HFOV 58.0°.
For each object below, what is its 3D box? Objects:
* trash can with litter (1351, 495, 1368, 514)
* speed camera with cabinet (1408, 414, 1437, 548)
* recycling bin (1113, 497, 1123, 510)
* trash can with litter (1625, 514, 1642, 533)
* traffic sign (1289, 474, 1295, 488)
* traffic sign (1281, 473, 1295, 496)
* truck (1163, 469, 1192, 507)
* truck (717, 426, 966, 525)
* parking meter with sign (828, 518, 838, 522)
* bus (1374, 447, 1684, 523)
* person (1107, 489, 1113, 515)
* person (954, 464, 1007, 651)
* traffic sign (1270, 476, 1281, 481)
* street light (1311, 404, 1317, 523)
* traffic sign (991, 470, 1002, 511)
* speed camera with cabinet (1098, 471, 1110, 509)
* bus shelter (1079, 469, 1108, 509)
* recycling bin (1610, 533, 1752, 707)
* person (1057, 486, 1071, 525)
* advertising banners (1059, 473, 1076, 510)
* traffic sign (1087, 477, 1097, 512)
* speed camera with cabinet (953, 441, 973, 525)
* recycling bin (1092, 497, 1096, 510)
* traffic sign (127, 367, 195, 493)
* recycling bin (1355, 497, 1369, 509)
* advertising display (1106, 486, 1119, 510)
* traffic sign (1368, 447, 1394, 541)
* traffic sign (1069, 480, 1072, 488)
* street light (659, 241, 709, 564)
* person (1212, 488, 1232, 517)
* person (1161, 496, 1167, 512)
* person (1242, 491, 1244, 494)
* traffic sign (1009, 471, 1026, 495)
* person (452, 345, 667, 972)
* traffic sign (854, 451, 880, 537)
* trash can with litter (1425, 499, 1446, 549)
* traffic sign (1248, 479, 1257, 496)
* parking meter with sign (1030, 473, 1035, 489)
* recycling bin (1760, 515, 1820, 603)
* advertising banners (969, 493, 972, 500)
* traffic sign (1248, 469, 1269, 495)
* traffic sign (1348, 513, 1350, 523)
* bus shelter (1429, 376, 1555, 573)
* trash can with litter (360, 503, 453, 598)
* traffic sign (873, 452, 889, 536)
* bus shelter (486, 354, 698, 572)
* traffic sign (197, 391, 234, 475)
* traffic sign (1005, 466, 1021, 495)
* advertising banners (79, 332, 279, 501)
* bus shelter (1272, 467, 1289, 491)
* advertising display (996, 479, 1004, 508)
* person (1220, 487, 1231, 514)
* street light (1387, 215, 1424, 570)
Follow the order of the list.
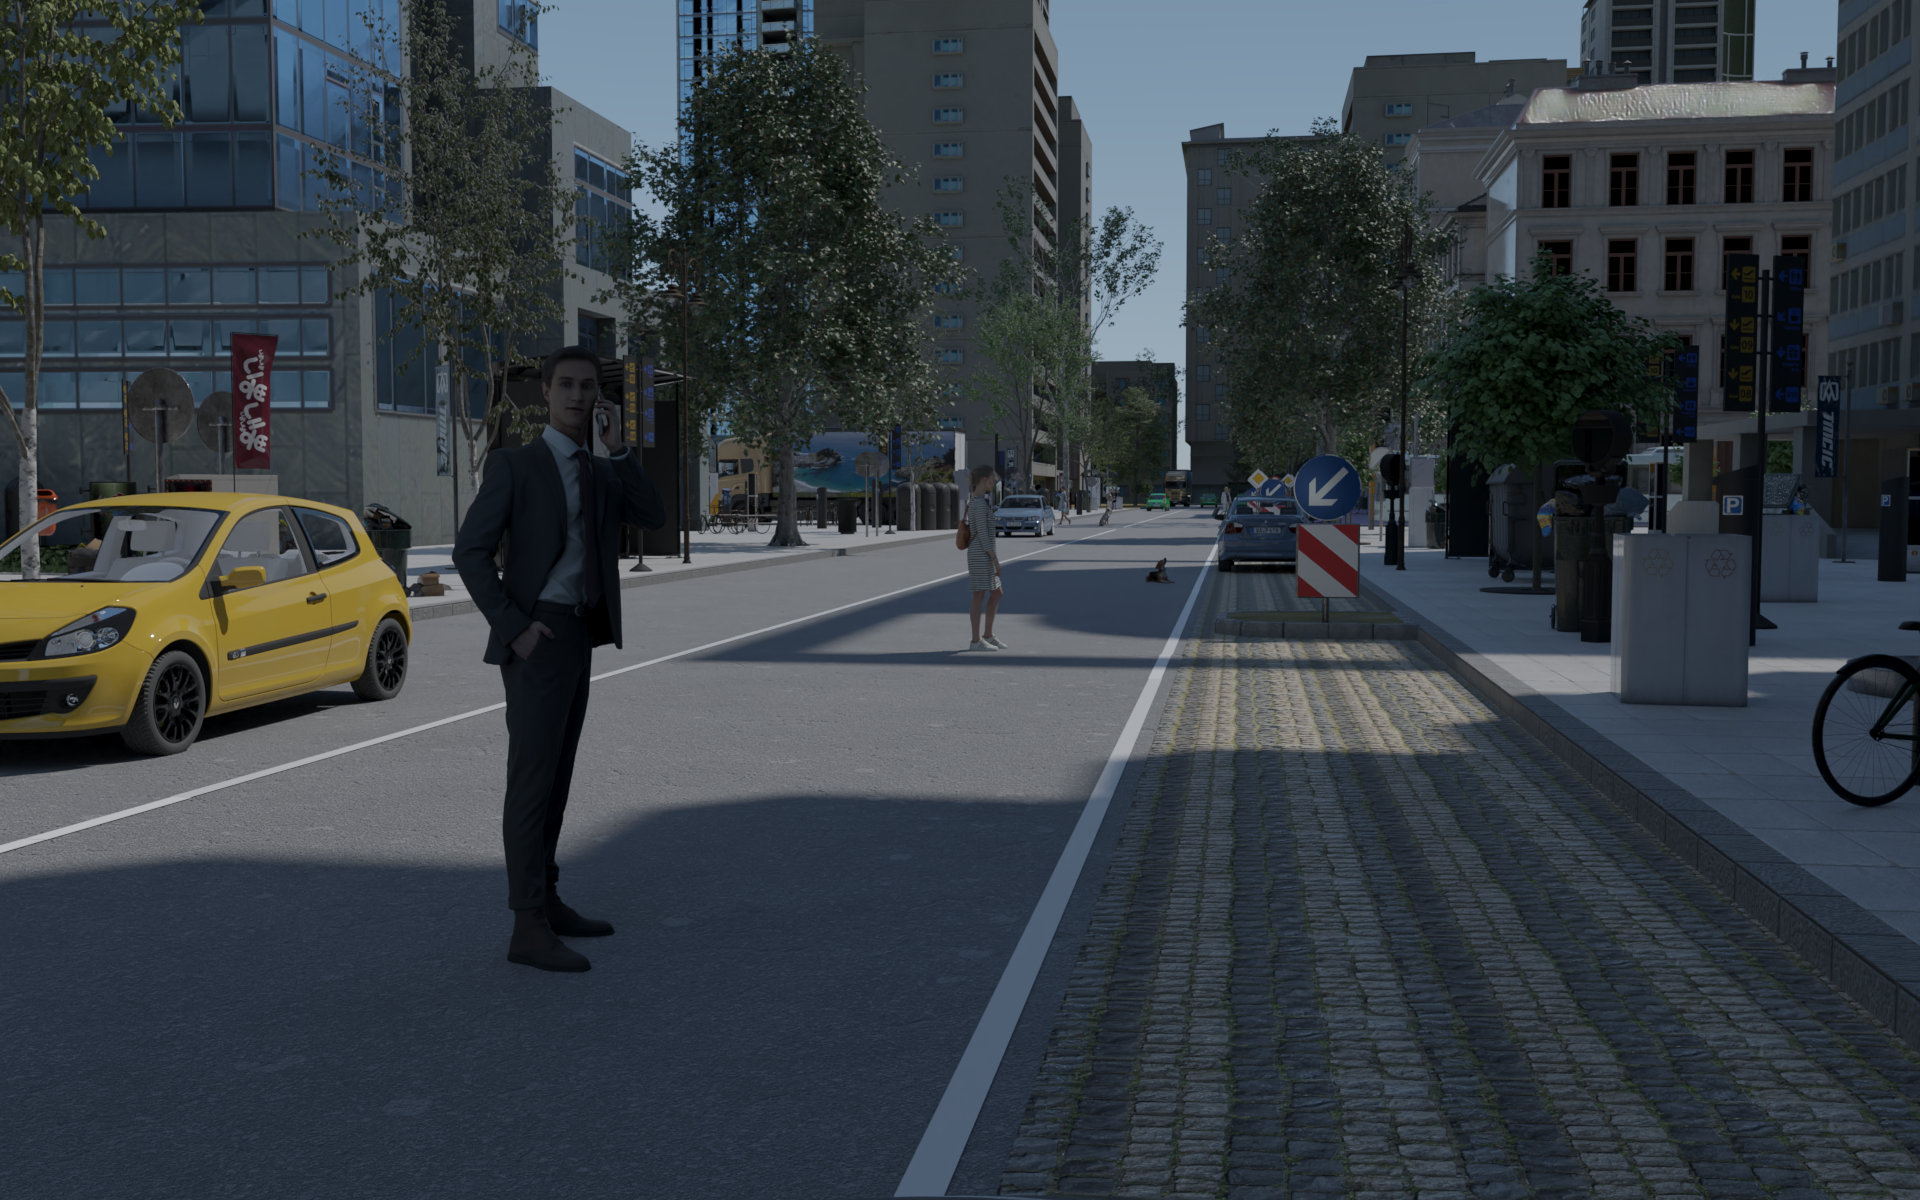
[{"bbox_3d":[25.213,-6.050,109.974,2.233,1.210,1.678,1,4,23],"label":"trash can with litter"},{"bbox_3d":[11.282,-2.930,42.234,0.660,3.252,2.038,1,4,16],"label":"speed camera with cabinet"},{"bbox_3d":[12.990,-7.999,143.339,0.722,1.027,0.722,-1,4,-18],"label":"recycling bin"},{"bbox_3d":[12.169,-1.284,32.374,1.055,1.170,0.624,-2,4,-32],"label":"trash can with litter"},{"bbox_3d":[19.106,-6.044,99.999,0.795,2.450,0.064,1,4,16],"label":"traffic sign"},{"bbox_3d":[18.303,-5.836,96.604,0.795,2.450,0.064,1,4,18],"label":"traffic sign"},{"bbox_3d":[25.051,-12.833,198.735,2.839,4.237,11.283,1,4,11],"label":"truck"},{"bbox_3d":[-5.490,-5.188,73.744,11.283,4.237,2.839,1,4,11],"label":"truck"},{"bbox_3d":[-5.418,-5.198,81.249,1.738,3.016,0.543,-1,4,-22],"label":"parking meter with sign"},{"bbox_3d":[22.339,-4.548,69.220,13.247,3.499,2.948,1,4,10],"label":"bus"},{"bbox_3d":[10.346,-6.747,119.366,0.362,1.759,0.519,2,4,26],"label":"person"},{"bbox_3d":[0.204,-0.386,15.807,0.522,1.701,0.512,0,4,-7],"label":"person"},{"bbox_3d":[21.828,-7.336,120.056,0.768,2.556,0.104,1,4,10],"label":"traffic sign"},{"bbox_3d":[13.493,-5.705,66.067,0.468,5.910,1.993,1,4,9],"label":"street light"},{"bbox_3d":[1.270,-3.991,68.901,0.795,2.450,0.064,1,4,9],"label":"traffic sign"},{"bbox_3d":[11.821,-9.351,147.217,2.038,3.252,0.660,1,4,13],"label":"speed camera with cabinet"},{"bbox_3d":[11.118,-9.183,144.069,2.014,3.302,5.546,1,4,9],"label":"bus shelter"},{"bbox_3d":[4.483,0.107,10.809,0.722,1.027,0.722,1,4,15],"label":"recycling bin"},{"bbox_3d":[4.850,-4.388,80.344,0.778,1.811,0.616,2,4,35],"label":"person"},{"bbox_3d":[9.059,-9.005,143.412,2.074,3.025,0.090,-2,4,-28],"label":"advertising banners"},{"bbox_3d":[9.538,-7.696,125.932,0.768,2.556,0.104,1,4,17],"label":"traffic sign"},{"bbox_3d":[-0.028,-4.341,65.307,0.660,3.252,2.038,0,4,-5],"label":"speed camera with cabinet"},{"bbox_3d":[10.417,-7.713,138.654,0.722,1.027,0.722,-1,4,-18],"label":"recycling bin"},{"bbox_3d":[-8.051,-1.060,17.435,0.768,2.556,0.104,1,4,12],"label":"traffic sign"},{"bbox_3d":[34.191,-8.223,146.992,0.722,1.027,0.722,-2,4,-25],"label":"recycling bin"},{"bbox_3d":[12.052,-8.124,138.038,0.974,1.923,0.123,3,5,41],"label":"advertising display"},{"bbox_3d":[11.442,-2.869,47.011,0.768,2.556,0.104,1,4,14],"label":"traffic sign"},{"bbox_3d":[7.972,-7.697,127.974,0.606,2.300,0.079,1,4,10],"label":"traffic sign"},{"bbox_3d":[-5.047,-3.611,31.825,0.468,5.910,1.993,1,4,9],"label":"street light"},{"bbox_3d":[16.634,-6.163,109.474,1.509,1.804,0.699,-1,4,-15],"label":"person"},{"bbox_3d":[16.490,-7.780,139.950,0.590,1.304,0.306,-3,4,-36],"label":"person"},{"bbox_3d":[31.296,-11.131,191.206,0.721,1.735,1.217,2,4,25],"label":"person"},{"bbox_3d":[2.542,-4.474,76.784,0.795,2.450,0.064,1,4,9],"label":"traffic sign"},{"bbox_3d":[-1.238,0.145,5.490,0.474,1.900,0.648,1,4,21],"label":"person"},{"bbox_3d":[-2.772,-3.146,51.539,0.768,2.556,0.104,1,4,10],"label":"traffic sign"},{"bbox_3d":[11.371,-1.773,40.373,1.055,1.170,0.624,1,4,18],"label":"trash can with litter"},{"bbox_3d":[12.850,-4.371,75.105,0.795,2.450,0.064,1,4,9],"label":"traffic sign"},{"bbox_3d":[6.154,-9.133,145.587,0.543,3.016,1.738,2,4,29],"label":"parking meter with sign"},{"bbox_3d":[9.806,-0.505,20.806,0.722,1.027,0.722,0,4,1],"label":"recycling bin"},{"bbox_3d":[0.136,-9.326,148.675,2.074,3.025,0.090,0,4,-2],"label":"advertising banners"},{"bbox_3d":[11.578,-3.889,67.222,0.795,2.450,0.064,1,4,9],"label":"traffic sign"},{"bbox_3d":[10.650,-2.830,47.450,0.795,2.450,0.064,1,4,10],"label":"traffic sign"},{"bbox_3d":[9.609,-2.434,31.084,1.731,3.624,6.357,1,4,9],"label":"bus shelter"},{"bbox_3d":[-6.946,-0.626,21.625,1.055,1.170,0.624,-3,5,-43],"label":"trash can with litter"},{"bbox_3d":[-2.516,-3.202,52.466,0.768,2.556,0.104,1,4,13],"label":"traffic sign"},{"bbox_3d":[-6.559,-2.467,31.619,1.731,3.624,6.357,1,4,9],"label":"bus shelter"},{"bbox_3d":[-9.115,-1.303,21.411,0.768,2.556,0.104,1,4,16],"label":"traffic sign"},{"bbox_3d":[2.390,-4.842,79.276,0.768,2.556,0.104,1,4,17],"label":"traffic sign"},{"bbox_3d":[-8.228,-1.358,18.387,2.074,3.025,0.090,-3,5,-43],"label":"advertising banners"},{"bbox_3d":[25.310,-8.946,137.556,1.731,3.624,6.357,1,4,9],"label":"bus shelter"},{"bbox_3d":[1.760,-4.350,76.341,0.123,1.923,0.974,-1,4,-13],"label":"advertising display"},{"bbox_3d":[15.317,-5.604,100.004,0.514,1.842,0.818,-3,5,-43],"label":"person"},{"bbox_3d":[7.441,-3.441,29.050,0.468,5.910,1.993,1,4,9],"label":"street light"}]
